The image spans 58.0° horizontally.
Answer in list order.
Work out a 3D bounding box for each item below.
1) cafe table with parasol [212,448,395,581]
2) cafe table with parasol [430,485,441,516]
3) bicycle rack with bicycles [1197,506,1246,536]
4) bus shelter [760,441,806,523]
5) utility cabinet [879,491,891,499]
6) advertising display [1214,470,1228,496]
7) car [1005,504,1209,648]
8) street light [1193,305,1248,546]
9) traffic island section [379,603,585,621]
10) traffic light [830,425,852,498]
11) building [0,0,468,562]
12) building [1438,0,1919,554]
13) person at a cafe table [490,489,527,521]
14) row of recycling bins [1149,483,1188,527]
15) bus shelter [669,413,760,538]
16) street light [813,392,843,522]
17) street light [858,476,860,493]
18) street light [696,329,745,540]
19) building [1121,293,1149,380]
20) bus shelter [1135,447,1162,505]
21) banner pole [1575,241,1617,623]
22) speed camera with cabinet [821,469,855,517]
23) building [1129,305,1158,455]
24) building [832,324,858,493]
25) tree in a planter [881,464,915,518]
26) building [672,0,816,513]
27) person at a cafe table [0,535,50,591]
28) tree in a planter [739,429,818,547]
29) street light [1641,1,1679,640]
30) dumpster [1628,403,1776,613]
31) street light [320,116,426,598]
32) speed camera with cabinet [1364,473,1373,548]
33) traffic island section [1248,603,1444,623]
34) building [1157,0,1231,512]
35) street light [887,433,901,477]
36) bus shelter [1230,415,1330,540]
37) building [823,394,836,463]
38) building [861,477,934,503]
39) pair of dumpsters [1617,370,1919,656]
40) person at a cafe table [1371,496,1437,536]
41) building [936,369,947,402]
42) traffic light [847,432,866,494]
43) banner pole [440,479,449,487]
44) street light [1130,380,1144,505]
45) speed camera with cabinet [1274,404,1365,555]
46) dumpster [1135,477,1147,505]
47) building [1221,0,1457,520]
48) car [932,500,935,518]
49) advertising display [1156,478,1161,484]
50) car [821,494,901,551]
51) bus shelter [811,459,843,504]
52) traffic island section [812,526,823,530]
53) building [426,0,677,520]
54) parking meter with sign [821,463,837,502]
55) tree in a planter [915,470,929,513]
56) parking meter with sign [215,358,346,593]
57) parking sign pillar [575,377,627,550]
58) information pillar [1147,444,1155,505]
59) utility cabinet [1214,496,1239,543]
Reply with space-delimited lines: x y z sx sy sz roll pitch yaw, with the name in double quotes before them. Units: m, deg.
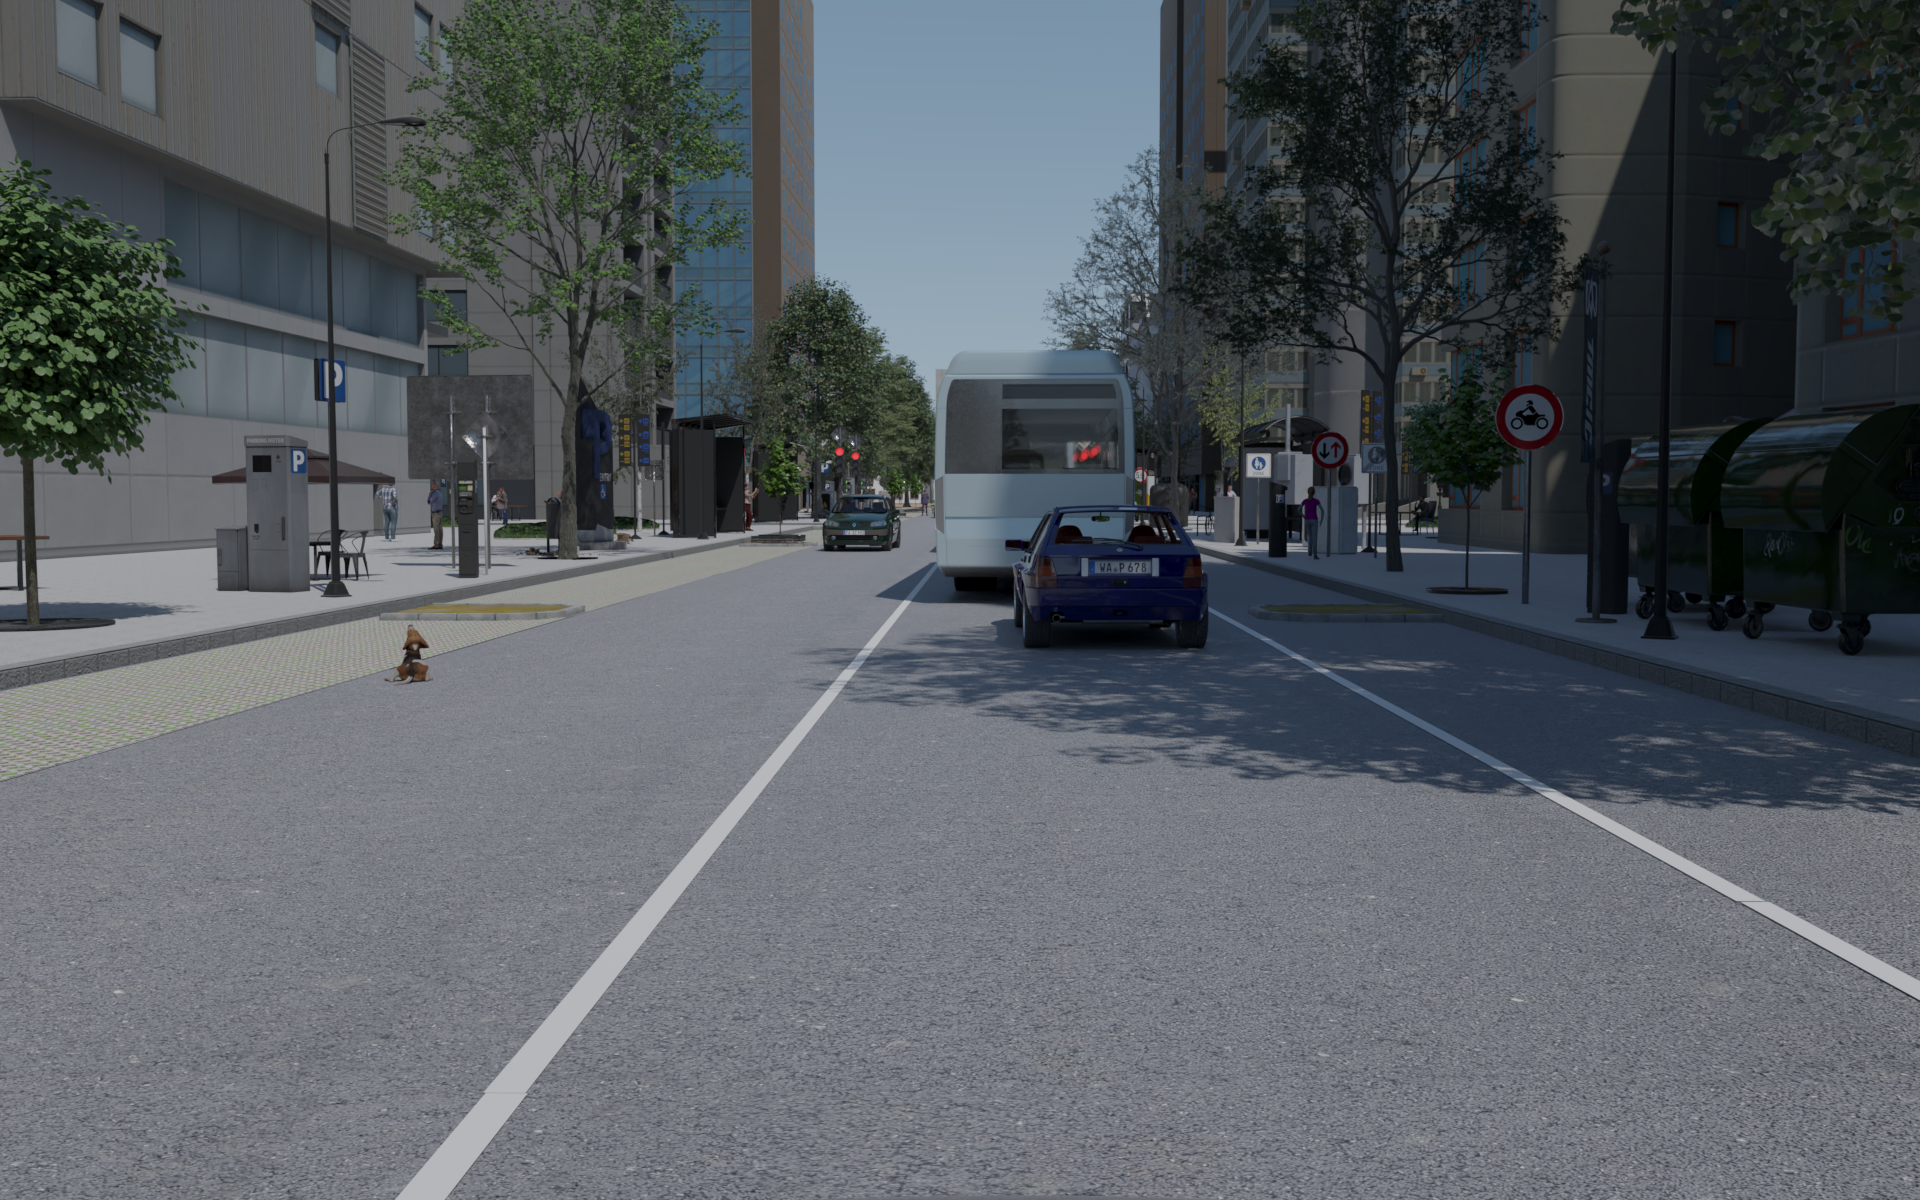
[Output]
"cafe table with parasol" -9.730 -1.281 25.814 2.610 1.966 2.610 -2 4 -26
"cafe table with parasol" -25.652 -4.719 82.019 2.610 1.966 2.610 3 5 45
"bicycle rack with bicycles" 8.532 -2.462 53.638 2.852 0.926 2.925 1 4 18
"bus shelter" -8.328 -5.427 80.017 1.731 3.624 6.357 0 4 1
"utility cabinet" -5.536 -7.259 127.370 0.318 1.500 1.173 2 4 31
"advertising display" 7.119 -2.571 47.255 0.123 1.923 0.974 0 4 -6
"car" 1.440 -0.300 17.490 1.945 1.354 3.894 0 4 0
"street light" 6.398 -4.286 42.610 1.470 5.913 1.316 0 4 1
"traffic island section" -5.525 0.149 20.433 1.991 0.108 1.994 0 4 1
"traffic light" -4.814 -4.954 69.918 0.839 4.253 0.868 0 4 1
"building" -29.959 -27.866 44.849 27.495 52.752 28.713 0 4 1
"building" 26.156 -11.339 30.427 27.650 21.520 28.899 0 4 1
"person at a cafe table" -21.902 -4.551 82.918 1.622 1.524 1.698 3 5 45
"row of recycling bins" 8.112 -3.652 66.815 1.069 1.692 3.534 1 4 21
"bus shelter" -7.557 -3.800 53.414 1.731 3.624 6.357 0 4 1
"street light" -6.009 -6.499 78.807 1.470 5.913 1.316 0 4 1
"street light" -5.642 -8.152 105.831 1.470 5.913 1.316 0 4 1
"street light" -6.722 -4.660 48.739 1.470 5.913 1.316 0 4 1
"building" 31.552 -21.278 191.867 27.936 21.610 32.646 0 4 1
"bus shelter" 9.111 -5.881 87.441 1.731 3.624 6.357 0 4 1
"banner pole" 6.238 -1.654 17.057 0.401 3.779 0.863 3 4 36
"speed camera with cabinet" -6.918 -6.238 96.330 2.038 3.252 0.660 1 4 10
"building" 24.635 -19.130 169.197 16.016 20.091 11.380 0 4 1
"building" -29.189 -22.295 208.496 32.646 21.610 27.936 0 4 1
"tree in a planter" -3.868 -6.460 102.836 1.991 3.239 1.994 0 4 1
"building" -19.648 -30.176 143.485 14.600 45.320 14.200 0 4 1
"person at a cafe table" -13.290 -0.877 22.847 1.622 1.524 1.698 2 4 34
"tree in a planter" -4.969 -3.089 47.722 1.991 3.239 1.994 0 4 1
"street light" 5.687 -2.612 15.255 1.470 5.913 1.316 0 4 1
"dumpster" 8.145 -1.034 19.396 1.502 2.255 1.985 0 4 1
"street light" -7.248 -2.990 21.431 1.470 5.913 1.316 0 4 1
"speed camera with cabinet" 8.898 -2.848 40.900 0.660 3.252 2.038 -2 4 -24
"traffic island section" 4.432 0.156 20.316 1.991 0.108 1.994 0 4 1
"building" 24.108 -30.212 144.075 14.600 45.320 14.200 0 4 1
"street light" -5.032 -9.788 132.567 1.470 5.913 1.316 0 4 1
"bus shelter" 8.756 -3.272 47.417 2.014 3.302 5.546 0 4 1
"building" -20.738 -19.948 182.569 16.016 20.091 11.380 0 4 1
"building" -17.761 -18.814 249.759 28.070 9.664 9.099 0 4 1
"pair of dumpsters" 7.526 -0.807 15.695 1.574 2.255 4.437 0 4 1
"person at a cafe table" 14.074 -2.655 54.269 1.726 1.238 1.698 -1 4 -17
"building" 12.465 -23.646 253.064 31.486 18.905 16.747 0 4 1
"traffic light" -4.654 -5.442 77.901 0.839 4.253 0.868 0 4 1
"banner pole" -23.503 -5.447 79.075 0.401 3.779 0.863 1 4 16
"street light" 6.795 -5.921 69.350 1.470 5.913 1.316 0 4 1
"speed camera with cabinet" 7.727 -2.646 37.595 0.660 3.252 2.038 -2 4 -33
"dumpster" 7.792 -4.728 79.796 1.502 2.255 1.985 0 4 1
"building" 28.222 -24.926 99.415 23.993 40.220 32.217 0 4 1
"car" -0.676 -5.868 104.731 1.959 1.807 4.718 0 4 1
"advertising display" 8.028 -3.976 70.214 0.123 1.923 0.974 0 4 1
"car" -2.509 -2.137 44.728 2.009 1.686 4.222 0 4 3
"bus shelter" -7.993 -7.067 106.831 1.731 3.624 6.357 0 4 1
"traffic island section" -4.854 -2.922 70.053 2.009 0.180 2.903 0 4 1
"building" -24.580 -40.139 94.531 20.563 71.187 20.611 0 4 1
"parking meter with sign" -7.378 -6.218 97.925 0.543 3.016 1.738 1 4 14
"tree in a planter" -3.327 -8.125 130.060 1.991 3.239 1.994 0 4 1
"parking meter with sign" -8.953 -1.618 22.716 1.738 3.016 0.543 1 4 15
"parking sign pillar" -8.468 -3.158 40.112 1.447 3.967 1.447 1 4 10
"information pillar" 8.848 -5.442 80.329 0.183 3.616 0.504 3 5 42
"utility cabinet" 7.123 -2.126 45.922 0.306 1.237 1.020 -1 4 -23
